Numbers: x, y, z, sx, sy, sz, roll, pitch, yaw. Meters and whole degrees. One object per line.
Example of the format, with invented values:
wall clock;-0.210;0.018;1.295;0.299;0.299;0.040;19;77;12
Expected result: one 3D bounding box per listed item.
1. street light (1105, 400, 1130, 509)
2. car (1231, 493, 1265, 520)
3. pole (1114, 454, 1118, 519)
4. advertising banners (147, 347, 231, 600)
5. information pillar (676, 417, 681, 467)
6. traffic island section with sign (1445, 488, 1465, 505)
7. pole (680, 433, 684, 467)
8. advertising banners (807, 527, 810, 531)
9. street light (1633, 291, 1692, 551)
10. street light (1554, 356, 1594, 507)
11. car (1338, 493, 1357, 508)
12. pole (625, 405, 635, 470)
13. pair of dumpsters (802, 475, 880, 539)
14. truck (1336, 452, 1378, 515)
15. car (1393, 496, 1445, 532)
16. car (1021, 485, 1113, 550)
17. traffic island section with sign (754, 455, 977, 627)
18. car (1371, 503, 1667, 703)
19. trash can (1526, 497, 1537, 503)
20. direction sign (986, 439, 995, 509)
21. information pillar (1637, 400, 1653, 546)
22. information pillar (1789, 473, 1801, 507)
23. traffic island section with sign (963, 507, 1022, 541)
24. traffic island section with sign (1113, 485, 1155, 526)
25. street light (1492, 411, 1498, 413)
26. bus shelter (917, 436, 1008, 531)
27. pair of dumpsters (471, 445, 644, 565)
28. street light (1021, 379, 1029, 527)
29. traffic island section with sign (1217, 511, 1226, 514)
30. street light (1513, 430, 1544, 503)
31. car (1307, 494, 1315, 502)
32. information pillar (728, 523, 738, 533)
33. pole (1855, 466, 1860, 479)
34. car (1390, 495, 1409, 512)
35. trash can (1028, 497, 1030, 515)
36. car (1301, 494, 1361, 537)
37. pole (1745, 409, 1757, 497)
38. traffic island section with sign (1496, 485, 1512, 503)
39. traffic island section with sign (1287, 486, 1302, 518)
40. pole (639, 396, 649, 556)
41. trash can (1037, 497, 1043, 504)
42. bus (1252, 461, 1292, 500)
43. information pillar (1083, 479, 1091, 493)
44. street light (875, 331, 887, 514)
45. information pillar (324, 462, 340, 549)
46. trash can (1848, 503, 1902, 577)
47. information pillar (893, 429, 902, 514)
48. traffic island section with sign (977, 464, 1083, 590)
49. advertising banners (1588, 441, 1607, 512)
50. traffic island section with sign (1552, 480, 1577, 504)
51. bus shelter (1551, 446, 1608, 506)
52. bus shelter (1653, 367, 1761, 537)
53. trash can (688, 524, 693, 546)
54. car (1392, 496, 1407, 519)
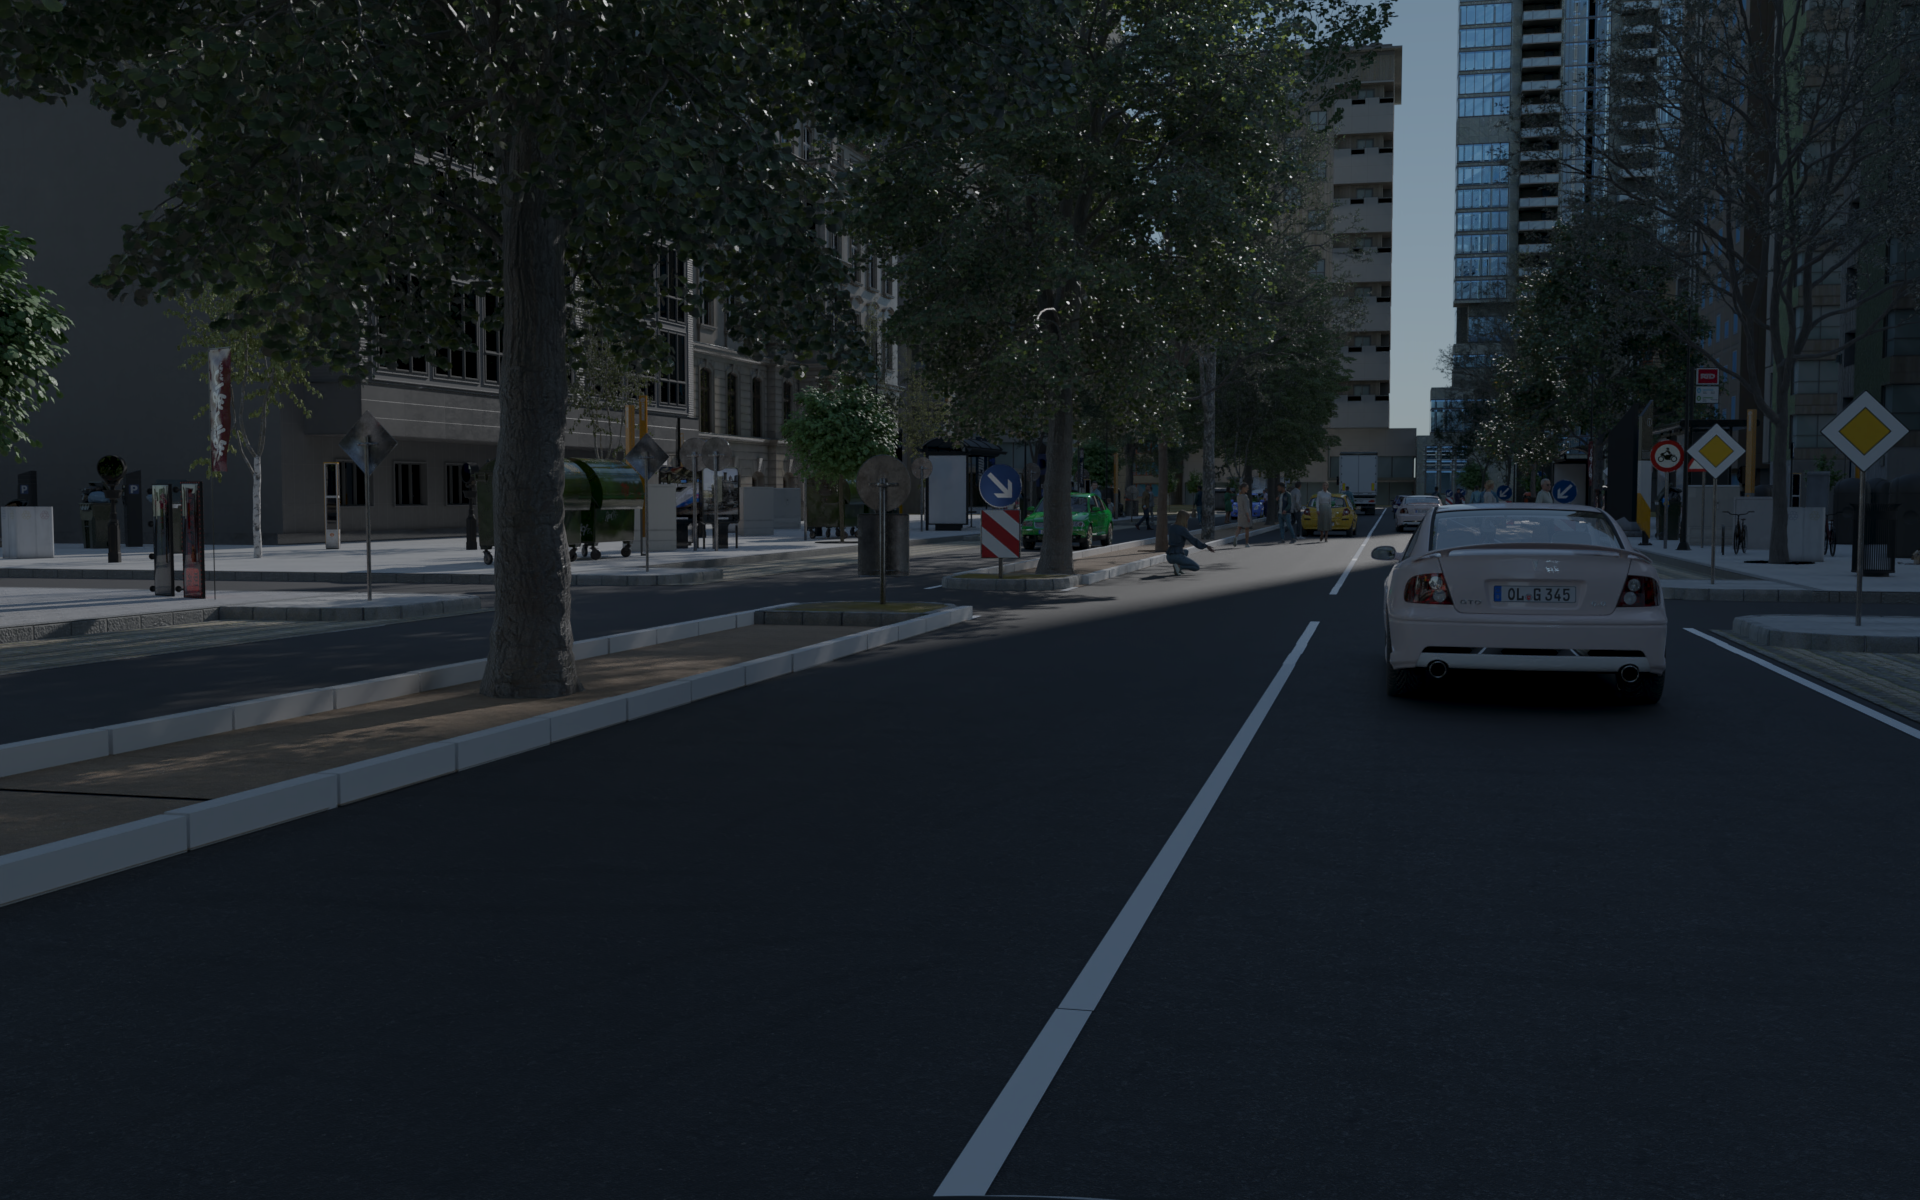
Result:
street light;7.836;-6.950;86.180;1.470;5.913;1.316;1;4;14
car;16.176;-5.375;97.476;1.945;1.707;3.694;1;4;13
pole;7.868;-5.721;87.376;0.158;3.312;0.155;0;3;0
advertising banners;-9.449;-1.534;21.261;2.074;3.025;0.090;3;5;39
information pillar;-8.588;-3.760;52.826;0.183;3.616;0.504;-1;4;-17
traffic island section with sign;35.667;-7.050;123.901;1.989;1.847;2.006;1;4;14
pole;-9.338;-3.921;57.946;0.158;3.312;0.155;0;3;0
advertising banners;-5.277;-3.969;61.074;0.090;3.025;2.074;0;4;2
street light;15.990;-4.094;39.485;1.470;5.913;1.316;1;4;14
street light;20.733;-5.255;58.459;1.470;5.913;1.316;1;4;14
car;24.384;-6.241;110.841;1.959;1.807;4.718;1;4;14
pole;-7.565;-2.809;39.778;0.158;3.312;0.155;0;3;0
pair of dumpsters;-3.322;-2.985;51.298;1.574;2.255;4.437;1;4;14
truck;27.643;-8.049;120.508;2.839;4.237;11.283;1;4;12
car;17.702;-3.313;66.524;2.083;1.381;4.827;1;4;13
car;2.891;-2.280;46.078;1.959;1.807;4.718;1;4;16
traffic island section with sign;-1.047;-0.700;19.578;2.006;1.907;1.989;1;4;14
car;4.247;-0.065;13.420;2.083;1.381;4.827;1;4;14
trash can;26.410;-4.156;79.596;0.748;1.137;0.748;0;3;0
direction sign;1.059;-4.729;69.309;0.876;3.537;0.379;-3;4;-37
information pillar;17.053;-3.166;43.112;0.504;3.616;0.183;-3;4;-36
information pillar;29.212;-3.432;60.601;0.304;2.012;0.304;1;4;15
traffic island section with sign;1.276;-2.708;52.904;1.989;1.847;2.006;1;4;14
traffic island section with sign;7.839;-4.307;79.051;1.989;1.847;2.006;1;4;14
street light;30.312;-7.578;96.435;1.470;5.913;1.316;1;4;14
bus shelter;0.141;-4.212;62.785;2.014;3.302;5.546;1;4;14
pair of dumpsters;-7.656;-1.877;33.176;1.574;2.255;4.437;1;4;14
street light;3.067;-5.793;67.260;1.470;5.913;1.316;1;4;14
traffic island section with sign;19.941;-7.254;127.226;1.989;1.847;2.006;1;4;14
street light;25.476;-6.412;77.385;1.470;5.913;1.316;1;4;14
car;19.527;-5.126;92.611;1.959;1.807;4.718;1;4;14
information pillar;-7.510;-3.231;57.317;0.304;2.012;0.304;1;4;8
pole;29.737;-3.883;57.337;0.158;3.312;0.155;0;3;0
car;35.166;-7.635;137.405;1.945;1.354;3.894;1;4;12
trash can;3.806;-5.070;94.544;0.748;1.137;0.748;0;3;0
car;12.725;-3.016;59.542;2.015;1.641;3.980;1;4;16
pole;19.049;-2.930;41.753;0.158;3.312;0.155;0;3;0
traffic island section with sign;23.288;-4.036;74.624;1.989;1.847;2.006;1;4;14
traffic island section with sign;19.067;-5.597;99.645;2.006;1.907;1.989;1;4;14
pole;-6.563;-2.576;35.959;0.158;3.312;0.155;0;3;0
trash can;3.810;-4.028;77.516;0.748;1.137;0.748;0;3;0
bus;23.029;-8.350;128.073;2.896;3.916;12.252;1;4;13
information pillar;6.330;-5.009;86.387;0.304;2.012;0.304;-1;4;-10
street light;-1.791;-4.613;47.966;1.470;5.913;1.316;1;4;14
information pillar;-14.590;-2.187;40.244;0.304;2.012;0.304;-1;4;-14
trash can;14.238;-0.937;26.978;0.748;1.137;0.748;0;3;0
information pillar;-2.239;-4.335;62.227;0.183;3.616;0.504;3;4;38
traffic island section with sign;0.768;-1.139;26.760;2.006;1.907;1.989;1;4;14
advertising banners;20.640;-3.664;56.090;0.090;3.025;2.074;0;4;4
traffic island section with sign;16.728;-2.437;48.476;1.989;1.847;2.006;1;4;14
bus shelter;26.550;-4.932;74.554;2.014;3.302;5.546;1;4;14
bus shelter;22.347;-4.590;52.680;2.179;5.291;8.768;1;4;14
trash can;-6.909;-1.924;43.105;0.748;1.137;0.748;0;3;0
car;26.435;-5.469;101.994;1.945;1.354;3.894;1;4;14
